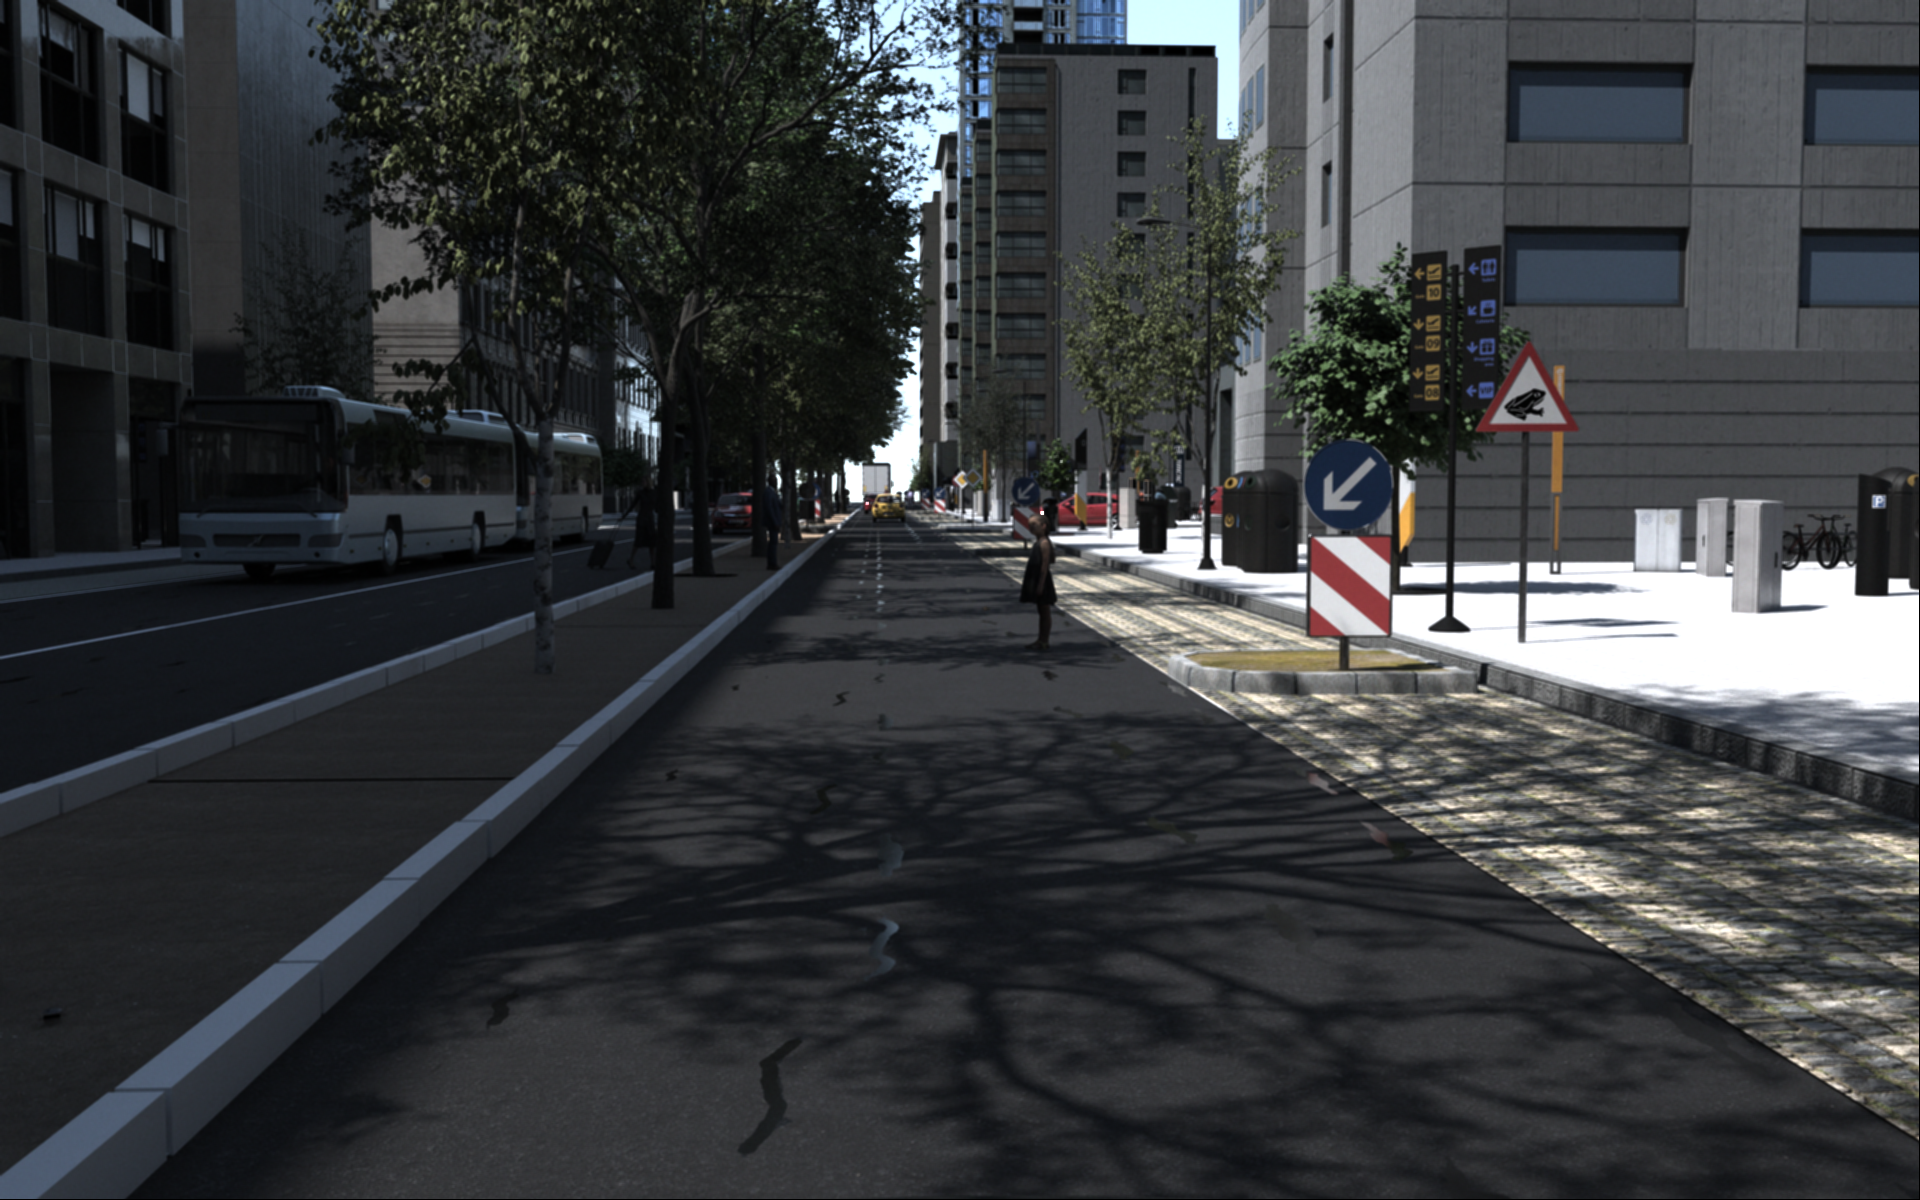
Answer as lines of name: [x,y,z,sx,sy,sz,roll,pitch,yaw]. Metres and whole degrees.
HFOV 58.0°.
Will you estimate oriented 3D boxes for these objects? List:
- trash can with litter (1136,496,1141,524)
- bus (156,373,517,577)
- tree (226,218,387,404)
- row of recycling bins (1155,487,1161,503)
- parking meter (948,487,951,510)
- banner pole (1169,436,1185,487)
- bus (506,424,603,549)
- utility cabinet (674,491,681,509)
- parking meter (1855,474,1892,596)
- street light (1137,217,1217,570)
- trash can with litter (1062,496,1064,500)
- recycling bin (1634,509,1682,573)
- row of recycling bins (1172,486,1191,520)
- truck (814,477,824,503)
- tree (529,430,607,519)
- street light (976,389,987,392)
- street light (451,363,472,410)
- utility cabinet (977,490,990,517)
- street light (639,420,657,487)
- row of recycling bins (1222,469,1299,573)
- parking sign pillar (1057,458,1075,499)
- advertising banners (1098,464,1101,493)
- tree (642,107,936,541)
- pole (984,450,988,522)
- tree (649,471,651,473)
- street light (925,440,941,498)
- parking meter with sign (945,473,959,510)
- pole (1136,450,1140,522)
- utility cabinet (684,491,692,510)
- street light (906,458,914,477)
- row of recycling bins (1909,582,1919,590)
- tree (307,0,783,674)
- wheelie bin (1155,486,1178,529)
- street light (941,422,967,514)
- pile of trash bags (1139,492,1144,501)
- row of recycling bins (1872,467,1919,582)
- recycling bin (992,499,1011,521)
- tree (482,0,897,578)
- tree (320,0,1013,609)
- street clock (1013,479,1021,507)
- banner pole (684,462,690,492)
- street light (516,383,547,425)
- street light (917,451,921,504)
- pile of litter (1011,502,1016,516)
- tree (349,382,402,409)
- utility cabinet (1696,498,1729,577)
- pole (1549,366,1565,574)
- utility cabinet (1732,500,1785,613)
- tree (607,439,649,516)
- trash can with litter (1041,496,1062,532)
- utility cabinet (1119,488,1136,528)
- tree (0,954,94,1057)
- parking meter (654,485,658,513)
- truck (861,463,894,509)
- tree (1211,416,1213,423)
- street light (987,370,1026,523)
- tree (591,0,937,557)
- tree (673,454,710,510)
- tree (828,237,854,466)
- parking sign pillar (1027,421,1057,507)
trash can with litter: [7.147,-3.879,74.487,2.233,1.210,1.678,1,4,19]
bus: [-11.198,-2.322,32.832,2.948,3.499,13.247,0,4,-2]
tree: [-17.188,-5.862,46.211,4.360,8.622,3.978,0,3,0]
row of recycling bins: [12.320,-5.919,103.892,1.069,1.692,3.534,0,4,-5]
parking meter: [-0.703,-7.969,135.997,0.399,1.863,0.255,-2,4,-29]
banner pole: [9.215,-5.149,74.206,0.863,3.779,0.401,1,4,16]
bus: [-12.051,-3.211,47.354,2.948,3.499,13.247,0,4,-3]
utility cabinet: [-23.618,-8.303,144.433,0.318,1.500,1.173,-2,4,-32]
parking meter: [11.515,-0.821,21.833,0.372,1.533,0.369,0,3,0]
street light: [3.664,-3.471,29.284,1.470,5.913,1.316,0,4,-3]
trash can with litter: [4.879,-4.730,88.728,0.624,1.170,1.055,-3,4,-36]
recycling bin: [11.556,-0.986,28.683,0.722,1.027,0.722,1,4,22]
row of recycling bins: [10.842,-4.809,85.733,1.069,1.692,3.534,0,4,4]
truck: [-23.464,-18.192,286.349,2.839,4.237,11.283,0,4,-4]
tree: [-19.101,-5.850,79.363,4.285,4.588,4.351,0,3,0]
street light: [1.406,-6.372,76.723,1.470,5.913,1.316,0,4,-3]
street light: [-17.245,-5.397,60.778,1.470,5.913,1.316,0,4,-3]
utility cabinet: [1.308,-5.459,97.931,0.318,1.500,1.173,2,4,23]
street light: [-19.606,-8.347,109.014,1.470,5.913,1.316,0,4,-3]
row of recycling bins: [5.153,-1.379,29.660,1.069,1.692,3.534,0,4,1]
parking sign pillar: [5.789,-6.595,96.306,1.447,3.967,1.447,1,4,21]
advertising banners: [8.096,-6.389,100.645,0.090,3.025,2.074,0,4,1]
tree: [-5.143,-8.756,52.265,9.857,13.997,8.962,0,3,0]
pole: [1.194,-5.275,80.094,0.158,3.312,0.155,0,3,0]
tree: [-20.003,-7.269,102.559,4.285,4.588,4.351,0,3,0]
street light: [-2.265,-10.989,152.205,1.470,5.913,1.316,0,4,-3]
parking meter with sign: [-0.925,-8.915,142.017,1.738,3.016,0.543,0,4,-3]
pole: [8.284,-5.321,80.844,0.158,3.312,0.155,0,3,0]
utility cabinet: [-21.141,-7.753,135.444,0.318,1.500,1.173,1,4,21]
street light: [-6.250,-16.060,235.123,1.470,5.913,1.316,0,4,-3]
row of recycling bins: [14.515,-0.958,22.769,3.534,1.692,1.069,1,4,16]
tree: [-3.360,-3.728,13.770,4.737,8.622,4.395,0,3,0]
wheelie bin: [7.666,-3.466,64.585,0.693,1.594,0.980,3,5,44]
street light: [-0.297,-8.555,112.413,1.470,5.913,1.316,0,4,-3]
pile of trash bags: [8.823,-5.252,95.622,3.447,1.369,1.912,3,5,44]
row of recycling bins: [15.645,-1.175,26.320,3.534,1.692,1.069,1,4,11]
recycling bin: [1.954,-4.255,82.118,0.722,1.027,0.722,-1,4,-21]
tree: [-4.556,-6.208,29.716,9.928,11.665,9.643,0,3,0]
tree: [-3.712,-5.141,20.931,8.767,10.594,7.601,0,4,-3]
street clock: [2.761,-4.734,81.976,0.358,2.002,0.471,-3,5,-41]
banner pole: [-21.551,-8.956,136.455,0.401,3.779,0.863,2,4,33]
street light: [-17.897,-6.096,72.214,1.470,5.913,1.316,0,4,-3]
street light: [-3.972,-13.181,188.044,1.470,5.913,1.316,0,4,-3]
pile of litter: [3.269,-5.261,99.987,1.176,0.858,1.719,0,4,5]
tree: [-17.537,-4.095,50.670,4.285,4.588,4.351,0,3,0]
utility cabinet: [11.806,-0.983,27.227,0.306,1.237,1.020,1,4,14]
pole: [9.522,-2.066,27.617,0.158,3.312,0.155,0,3,0]
utility cabinet: [8.781,-0.482,19.039,0.306,1.237,1.020,3,4,38]
tree: [-19.330,-6.523,90.364,4.285,4.588,4.351,0,3,0]
trash can with litter: [2.989,-2.916,59.071,0.624,1.170,1.055,-1,4,-8]
utility cabinet: [6.223,-3.401,64.277,0.318,1.500,1.173,-1,4,-11]
tree: [-3.044,-5.598,4.352,12.009,13.543,11.850,0,3,0]
parking meter: [-20.154,-6.682,114.962,0.255,1.863,0.399,0,4,-7]
truck: [-7.609,-10.420,159.273,2.839,4.237,11.283,0,4,-1]
tree: [17.001,-9.463,105.082,4.360,8.622,3.978,0,3,0]
street light: [1.873,-5.647,64.867,1.470,5.913,1.316,0,4,-3]
tree: [-4.409,-7.212,38.495,7.486,12.596,7.792,0,3,0]
tree: [-22.046,-9.637,141.278,4.285,4.588,4.351,0,3,0]
tree: [-4.526,-5.634,44.932,4.737,8.622,4.395,0,3,0]
parking sign pillar: [2.721,-4.581,63.365,1.447,3.967,1.447,0,4,1]
